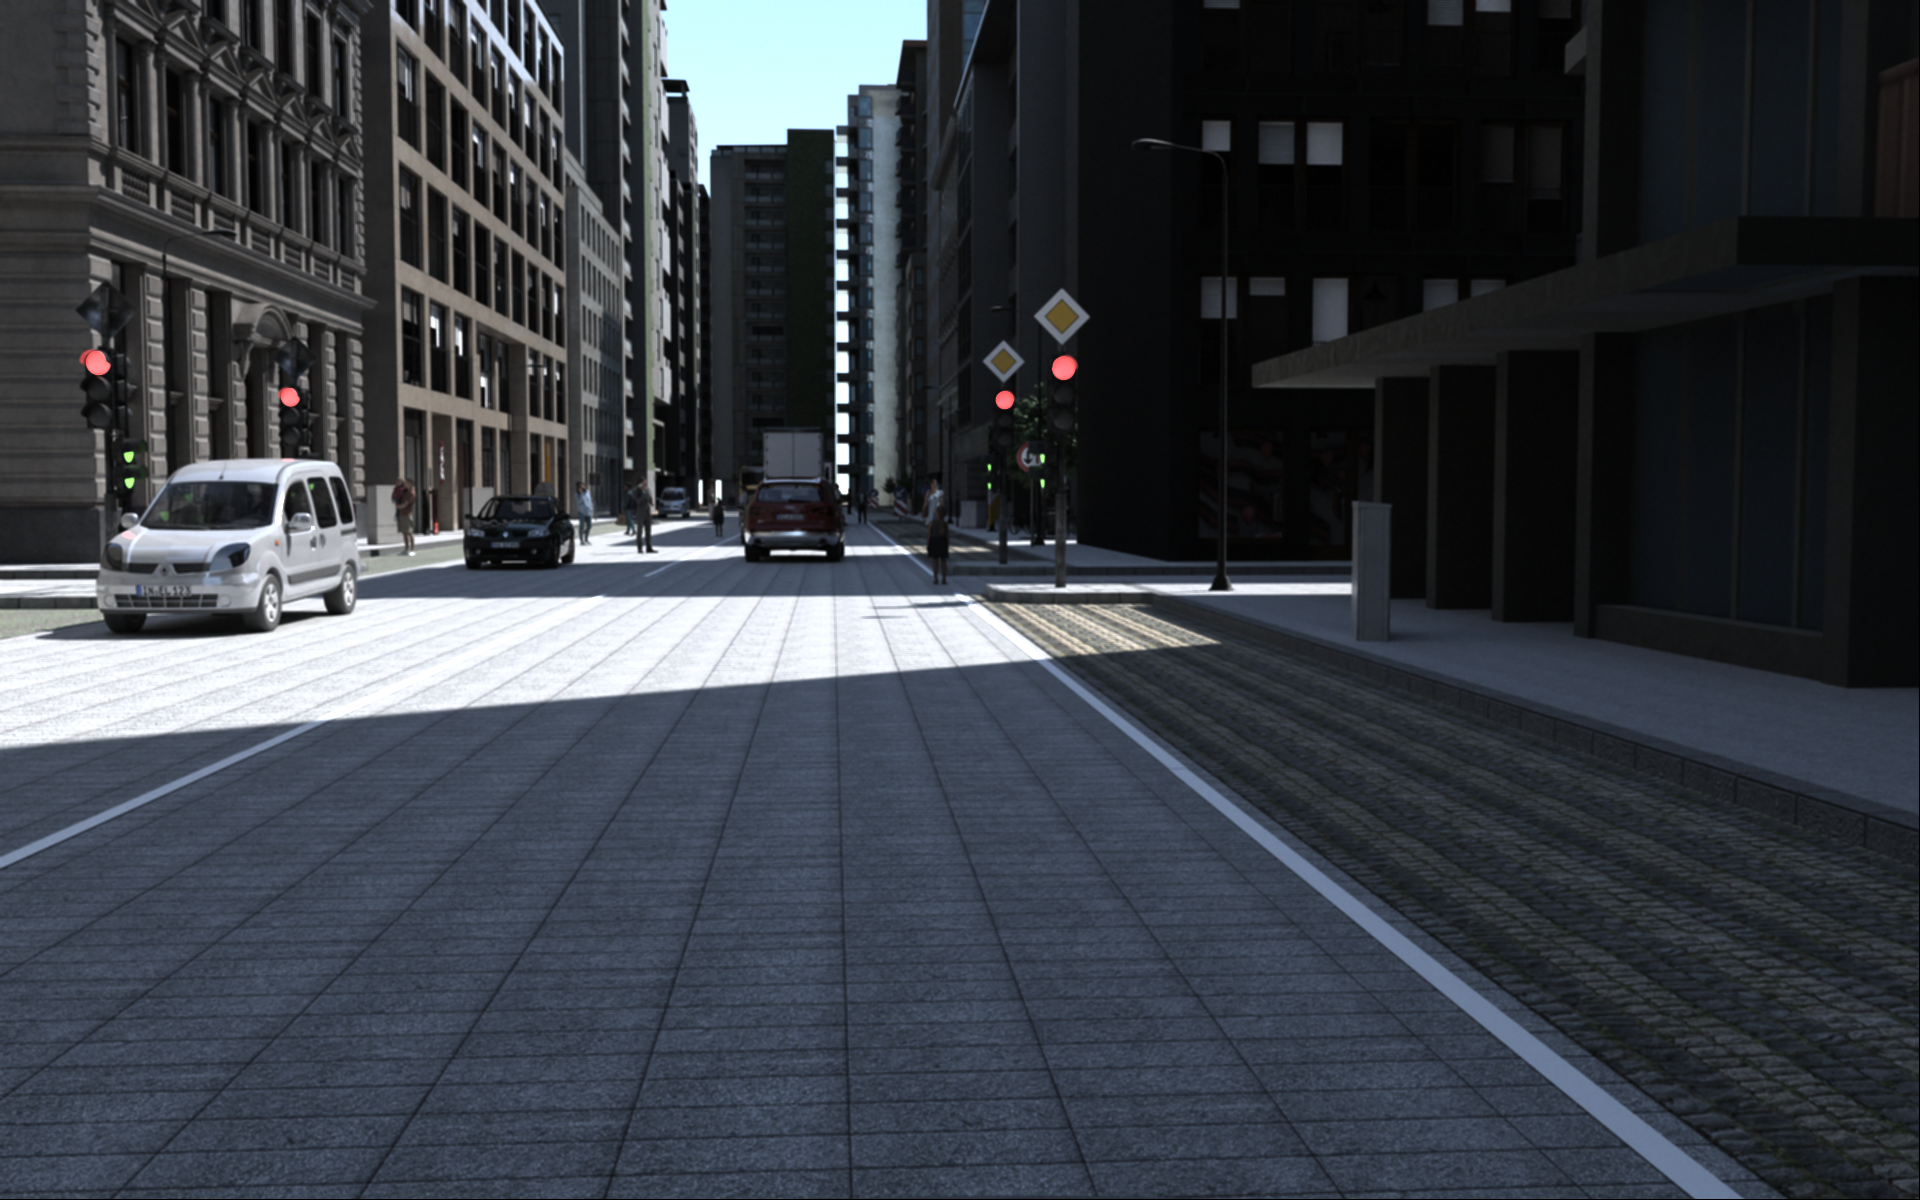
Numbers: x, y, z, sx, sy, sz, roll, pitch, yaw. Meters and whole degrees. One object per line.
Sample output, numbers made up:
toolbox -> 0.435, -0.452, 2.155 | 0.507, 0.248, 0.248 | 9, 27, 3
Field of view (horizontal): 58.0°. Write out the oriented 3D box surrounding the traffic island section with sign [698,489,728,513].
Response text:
traffic island section with sign -> -19.046, -7.604, 132.955 | 1.989, 1.847, 2.006 | 0, 4, -4

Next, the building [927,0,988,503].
building -> 5.053, -28.539, 116.719 | 14.600, 45.320, 14.200 | 0, 4, -4

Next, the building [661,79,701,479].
building -> -33.275, -29.935, 173.035 | 14.086, 41.232, 14.154 | 0, 4, -4

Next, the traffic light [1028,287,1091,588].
traffic light -> 1.363, -2.127, 23.690 | 0.839, 4.253, 0.868 | 0, 4, -4

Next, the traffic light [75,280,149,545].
traffic light -> -11.163, -2.069, 22.749 | 0.839, 4.253, 0.868 | 0, 4, -4

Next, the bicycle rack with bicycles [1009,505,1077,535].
bicycle rack with bicycles -> 2.815, -2.555, 55.157 | 2.925, 0.926, 2.852 | -2, 4, -30

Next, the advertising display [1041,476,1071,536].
advertising display -> 2.915, -2.945, 53.365 | 0.974, 1.923, 0.123 | 1, 4, 9

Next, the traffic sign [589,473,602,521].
traffic sign -> -17.432, -4.935, 82.811 | 0.606, 2.300, 0.079 | 0, 4, 3

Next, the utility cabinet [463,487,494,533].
utility cabinet -> -15.820, -2.948, 56.884 | 0.318, 1.500, 1.173 | 2, 4, 24

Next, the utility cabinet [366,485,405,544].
utility cabinet -> -14.627, -2.168, 44.121 | 0.318, 1.500, 1.173 | 1, 4, 18

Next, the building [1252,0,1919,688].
building -> 15.633, -21.634, 8.344 | 22.147, 44.769, 28.867 | 0, 4, -4

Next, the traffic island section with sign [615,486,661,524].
traffic island section with sign -> -15.290, -4.507, 82.315 | 1.989, 1.847, 2.006 | 0, 4, -4

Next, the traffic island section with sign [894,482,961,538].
traffic island section with sign -> -1.029, -2.932, 56.564 | 1.989, 1.847, 2.006 | 0, 4, -4

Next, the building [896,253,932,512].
building -> 9.212, -18.022, 139.693 | 27.650, 21.520, 28.899 | 0, 4, -4

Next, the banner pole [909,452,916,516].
banner pole -> -2.777, -6.905, 102.909 | 0.401, 3.779, 0.863 | -1, 4, -19

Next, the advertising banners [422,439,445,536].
advertising banners -> -16.496, -3.558, 54.367 | 0.090, 3.025, 2.074 | 0, 4, 2

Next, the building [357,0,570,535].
building -> -27.717, -16.095, 67.672 | 19.350, 26.468, 34.151 | 0, 4, -4

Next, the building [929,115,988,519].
building -> 4.347, -16.396, 96.953 | 11.050, 23.489, 19.941 | 0, 4, -4

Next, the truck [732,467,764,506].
truck -> -14.407, -7.894, 124.987 | 3.469, 3.379, 9.791 | 0, 4, -3

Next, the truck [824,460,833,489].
truck -> -12.071, -9.626, 146.293 | 2.839, 4.237, 11.283 | 0, 4, -5

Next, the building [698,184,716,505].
building -> -40.833, -31.346, 204.383 | 23.993, 40.220, 32.217 | 0, 4, -4

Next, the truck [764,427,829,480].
truck -> -7.384, -5.472, 78.378 | 2.839, 4.237, 11.283 | 0, 4, -4

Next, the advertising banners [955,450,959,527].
advertising banners -> -0.119, -4.394, 68.035 | 0.090, 3.025, 2.074 | 0, 4, -2

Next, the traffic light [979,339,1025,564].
traffic light -> 0.772, -2.614, 31.653 | 0.839, 4.253, 0.868 | 0, 4, -4

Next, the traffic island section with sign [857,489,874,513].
traffic island section with sign -> -6.720, -7.624, 133.287 | 1.989, 1.847, 2.006 | 0, 4, -4

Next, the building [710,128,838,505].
building -> -21.060, -31.387, 196.767 | 14.086, 41.232, 14.154 | 0, 4, -4

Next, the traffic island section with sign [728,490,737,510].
traffic island section with sign -> -21.092, -9.289, 160.497 | 1.989, 1.847, 2.006 | 0, 4, -4

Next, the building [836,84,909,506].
building -> 0.801, -35.674, 202.881 | 30.456, 49.044, 23.786 | 0, 4, -4

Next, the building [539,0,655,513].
building -> -27.612, -26.173, 111.525 | 14.154, 41.232, 14.086 | 0, 4, -4

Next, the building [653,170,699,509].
building -> -30.859, -23.353, 153.515 | 14.160, 30.474, 14.107 | 0, 4, -4

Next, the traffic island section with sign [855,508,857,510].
traffic island section with sign -> -8.715, -9.269, 160.169 | 1.989, 1.847, 2.006 | 0, 4, -4

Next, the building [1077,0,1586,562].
building -> 11.369, -12.787, 38.742 | 15.834, 23.373, 12.332 | 0, 4, -4

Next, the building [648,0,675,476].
building -> -36.562, -33.155, 131.320 | 28.713, 52.752, 27.495 | 0, 4, -4

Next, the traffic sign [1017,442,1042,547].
traffic sign -> 1.744, -2.543, 41.684 | 0.768, 2.556, 0.104 | 0, 4, -1

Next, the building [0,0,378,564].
building -> -21.316, -12.919, 40.096 | 11.050, 23.489, 19.941 | 0, 4, -4

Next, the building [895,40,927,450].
building -> 4.996, -31.381, 167.697 | 22.147, 44.769, 28.867 | 0, 4, -4

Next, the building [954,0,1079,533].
building -> 7.882, -15.440, 71.516 | 14.314, 24.678, 30.058 | 0, 4, -4

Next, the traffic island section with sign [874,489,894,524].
traffic island section with sign -> -3.017, -4.583, 83.552 | 1.989, 1.847, 2.006 | 0, 4, -4

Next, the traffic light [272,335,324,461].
traffic light -> -11.754, -2.556, 30.712 | 0.839, 4.253, 0.868 | 0, 4, -4

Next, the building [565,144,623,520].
building -> -24.611, -14.621, 93.800 | 10.420, 20.320, 16.860 | 0, 4, -4

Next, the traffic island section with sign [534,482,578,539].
traffic island section with sign -> -13.298, -2.861, 55.403 | 1.989, 1.847, 2.006 | 0, 4, -4
